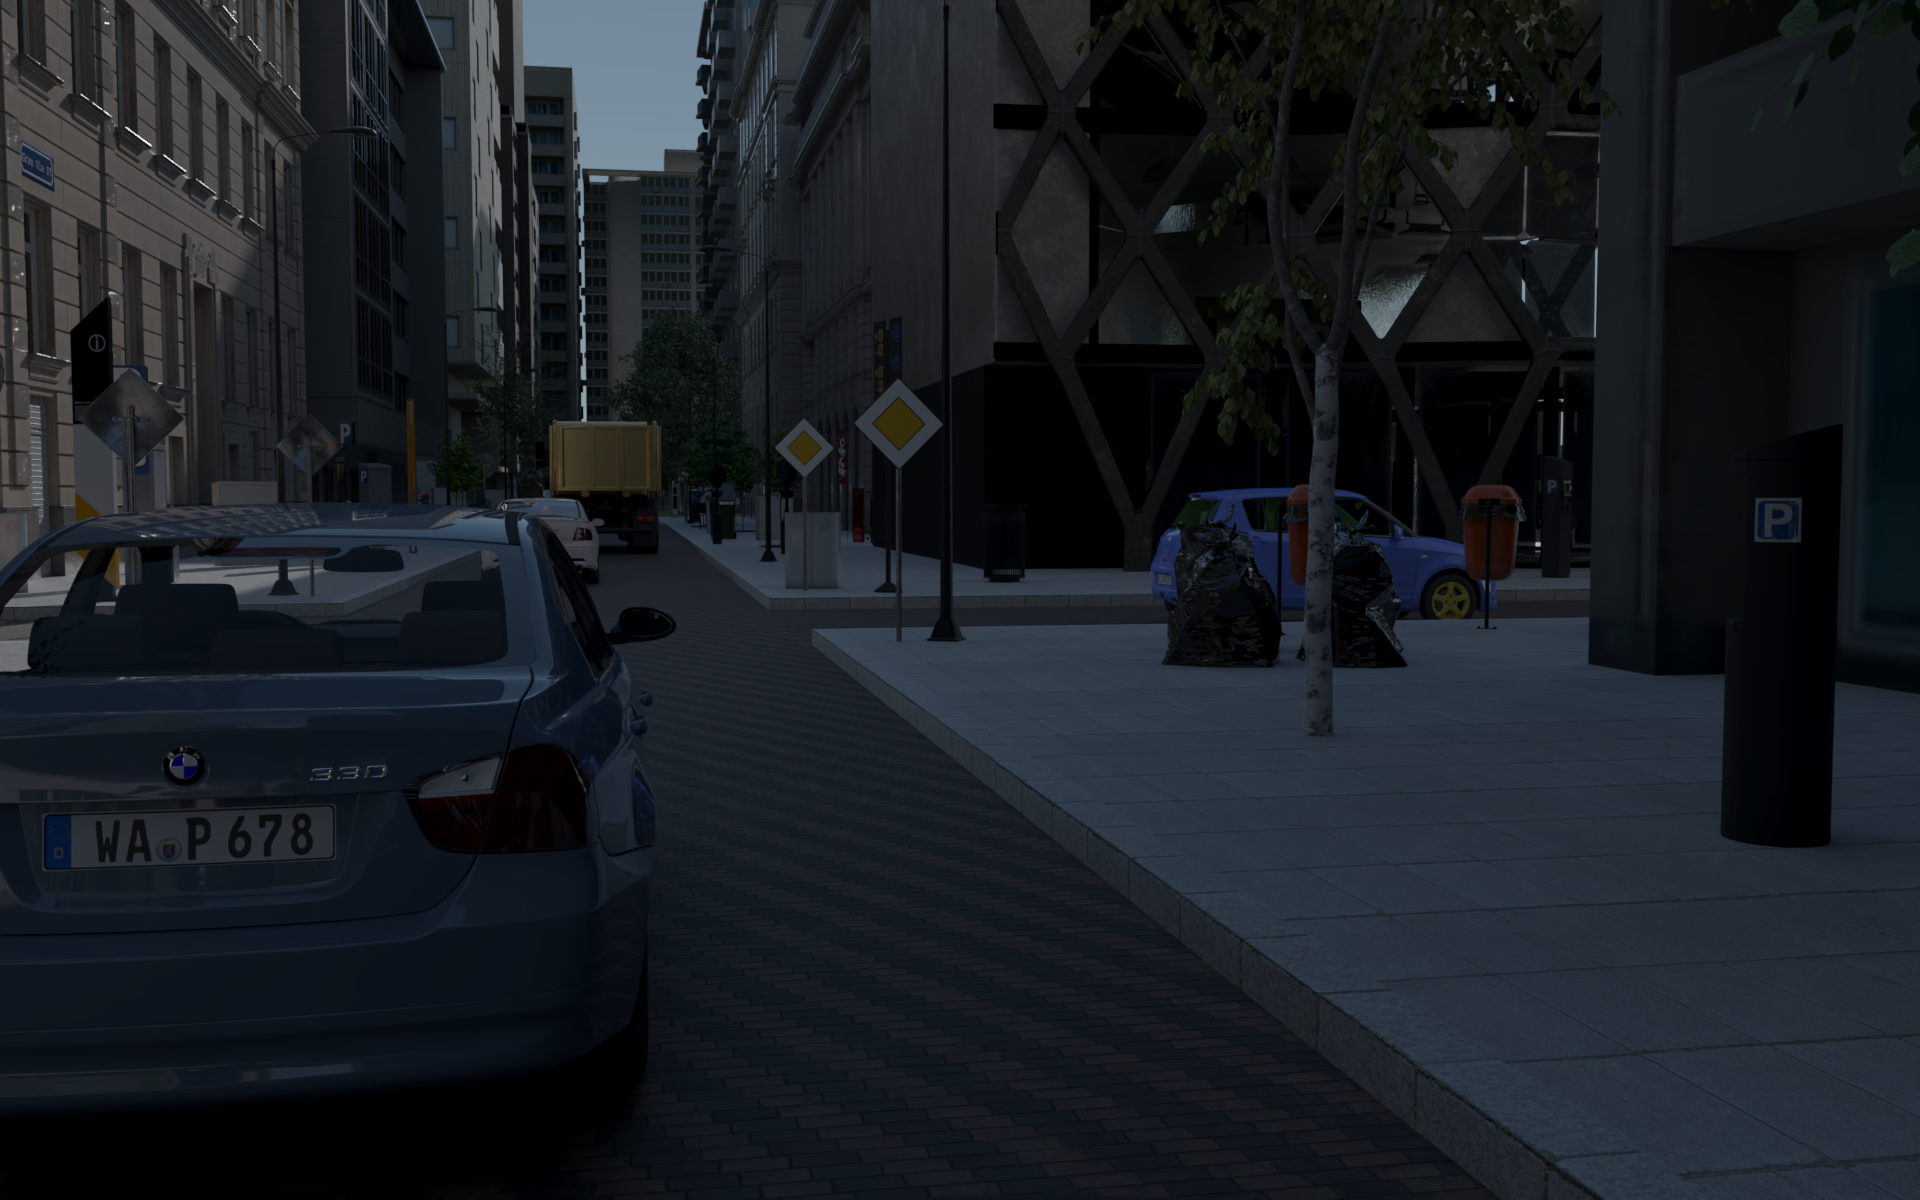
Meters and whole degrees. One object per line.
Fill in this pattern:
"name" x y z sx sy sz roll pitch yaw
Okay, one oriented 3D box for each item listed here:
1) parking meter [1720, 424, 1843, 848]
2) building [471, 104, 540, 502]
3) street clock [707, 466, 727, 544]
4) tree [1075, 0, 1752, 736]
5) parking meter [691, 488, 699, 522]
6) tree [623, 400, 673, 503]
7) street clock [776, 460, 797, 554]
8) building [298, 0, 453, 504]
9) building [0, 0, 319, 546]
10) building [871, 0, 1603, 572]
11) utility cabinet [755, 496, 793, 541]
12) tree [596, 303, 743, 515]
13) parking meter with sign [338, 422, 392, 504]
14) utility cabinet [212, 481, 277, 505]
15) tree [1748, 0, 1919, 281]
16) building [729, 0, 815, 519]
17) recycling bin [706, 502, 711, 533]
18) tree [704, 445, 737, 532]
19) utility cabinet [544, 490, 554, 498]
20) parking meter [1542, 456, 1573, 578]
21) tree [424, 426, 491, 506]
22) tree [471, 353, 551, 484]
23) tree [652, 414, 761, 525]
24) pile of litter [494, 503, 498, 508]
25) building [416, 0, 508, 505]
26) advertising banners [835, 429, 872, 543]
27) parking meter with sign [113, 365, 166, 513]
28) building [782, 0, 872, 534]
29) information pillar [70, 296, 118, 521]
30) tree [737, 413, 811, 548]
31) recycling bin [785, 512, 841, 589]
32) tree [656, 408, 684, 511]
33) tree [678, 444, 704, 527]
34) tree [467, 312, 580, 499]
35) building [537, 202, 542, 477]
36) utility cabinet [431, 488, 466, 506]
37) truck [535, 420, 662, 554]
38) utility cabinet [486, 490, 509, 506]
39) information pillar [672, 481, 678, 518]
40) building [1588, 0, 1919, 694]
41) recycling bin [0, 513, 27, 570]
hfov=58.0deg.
"parking meter" 3.039 0.122 6.414 0.372 1.533 0.369 0 3 0
"building" -38.976 -21.771 127.661 14.160 30.474 14.107 -1 4 -11
"street clock" -6.220 -2.432 44.340 0.471 2.002 0.358 -2 4 -31
"tree" 2.107 -3.594 9.122 4.737 8.622 4.395 0 3 0
"parking meter" -12.009 -4.289 78.539 0.372 1.533 0.369 0 3 0
"tree" -27.610 -13.521 155.483 7.601 10.594 8.767 -1 4 -19
"street clock" -3.685 -1.974 36.851 0.358 2.002 0.471 -3 5 -39
"building" -27.145 -14.865 62.116 14.314 24.678 30.058 -1 4 -11
"building" -21.297 -14.509 34.486 12.463 27.353 25.104 -1 4 -11
"building" 7.634 -10.278 35.492 16.811 18.784 16.820 -1 4 -11
"utility cabinet" -5.149 -2.253 47.992 1.020 1.237 0.306 -2 4 -26
"tree" -16.974 -11.433 103.945 9.611 12.733 9.660 0 3 0
"parking meter with sign" -14.409 -2.844 42.765 0.543 3.016 1.738 2 4 34
"utility cabinet" -12.615 -1.347 30.704 0.318 1.500 1.173 3 5 39
"tree" 3.193 -1.200 3.329 4.285 4.588 4.351 0 3 0
"building" -4.424 -17.663 86.055 12.463 27.353 25.104 -1 4 -11
"recycling bin" -7.893 -2.723 57.070 0.722 1.027 0.722 1 4 14
"tree" -7.446 -3.923 58.739 1.663 3.219 1.824 0 3 0
"utility cabinet" -22.241 -5.201 93.710 0.318 1.500 1.173 -2 4 -32
"parking meter" 9.143 -1.271 26.500 0.255 1.863 0.399 -2 4 -32
"tree" -14.109 -3.353 49.420 1.663 3.219 1.824 0 3 0
"tree" -22.859 -8.508 89.462 4.737 8.622 4.395 0 3 0
"tree" -9.818 -5.351 71.199 4.285 4.588 4.351 0 3 0
"pile of litter" -22.318 -4.260 83.614 1.719 0.858 1.176 -2 4 -33
"building" -42.493 -31.552 105.113 28.713 52.752 27.495 -1 4 -11
"advertising banners" -2.687 -3.053 46.102 0.090 3.025 2.074 -3 5 -40
"parking meter with sign" -11.423 -1.715 24.306 0.543 3.016 1.738 -1 4 -10
"building" 1.347 -13.489 62.346 13.314 21.916 24.055 -1 4 -11
"information pillar" -10.285 -1.790 20.617 0.504 3.616 0.183 0 4 2
"tree" -4.263 -2.876 41.623 1.663 3.219 1.824 0 3 0
"recycling bin" -2.013 -0.686 23.766 0.722 1.027 0.722 0 4 -1
"tree" -21.495 -10.887 128.366 4.360 8.622 3.978 0 3 0
"tree" -10.053 -4.422 66.903 1.663 3.219 1.824 0 3 0
"tree" -18.011 -7.367 70.807 4.360 8.622 3.978 0 3 0
"building" -45.594 -23.639 158.198 14.107 30.474 14.160 -1 4 -11
"utility cabinet" -18.329 -3.268 62.103 1.173 1.500 0.318 -2 4 -35
"truck" -9.316 -3.004 45.044 3.469 3.379 9.791 -1 4 -13
"utility cabinet" -22.785 -4.673 85.077 1.173 1.500 0.318 -3 4 -36
"information pillar" -15.540 -5.502 94.451 0.304 2.012 0.304 -1 4 -10
"building" 17.188 -23.218 3.312 21.300 48.544 21.600 -1 4 -11
"recycling bin" -12.598 -0.609 22.519 0.722 1.027 0.722 -3 5 -40
